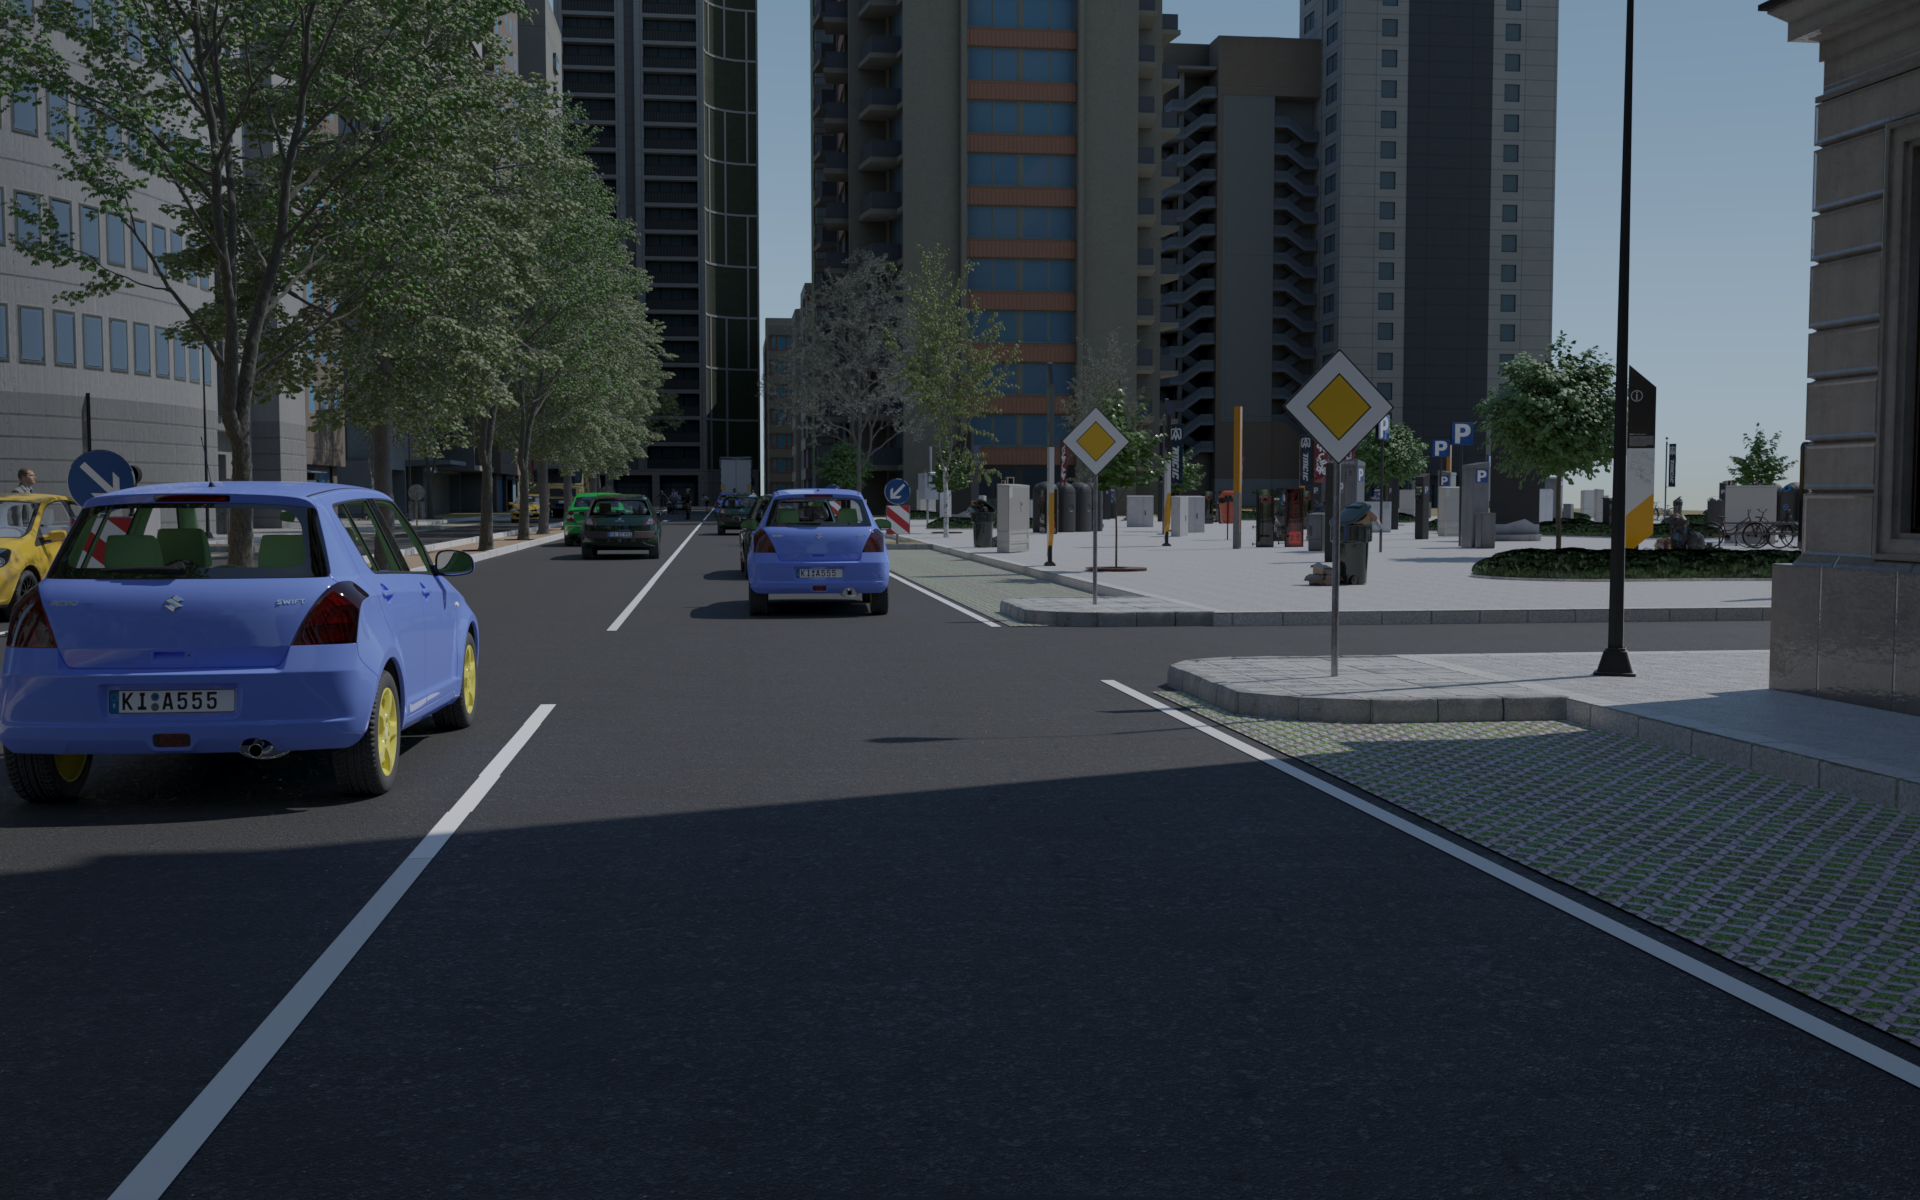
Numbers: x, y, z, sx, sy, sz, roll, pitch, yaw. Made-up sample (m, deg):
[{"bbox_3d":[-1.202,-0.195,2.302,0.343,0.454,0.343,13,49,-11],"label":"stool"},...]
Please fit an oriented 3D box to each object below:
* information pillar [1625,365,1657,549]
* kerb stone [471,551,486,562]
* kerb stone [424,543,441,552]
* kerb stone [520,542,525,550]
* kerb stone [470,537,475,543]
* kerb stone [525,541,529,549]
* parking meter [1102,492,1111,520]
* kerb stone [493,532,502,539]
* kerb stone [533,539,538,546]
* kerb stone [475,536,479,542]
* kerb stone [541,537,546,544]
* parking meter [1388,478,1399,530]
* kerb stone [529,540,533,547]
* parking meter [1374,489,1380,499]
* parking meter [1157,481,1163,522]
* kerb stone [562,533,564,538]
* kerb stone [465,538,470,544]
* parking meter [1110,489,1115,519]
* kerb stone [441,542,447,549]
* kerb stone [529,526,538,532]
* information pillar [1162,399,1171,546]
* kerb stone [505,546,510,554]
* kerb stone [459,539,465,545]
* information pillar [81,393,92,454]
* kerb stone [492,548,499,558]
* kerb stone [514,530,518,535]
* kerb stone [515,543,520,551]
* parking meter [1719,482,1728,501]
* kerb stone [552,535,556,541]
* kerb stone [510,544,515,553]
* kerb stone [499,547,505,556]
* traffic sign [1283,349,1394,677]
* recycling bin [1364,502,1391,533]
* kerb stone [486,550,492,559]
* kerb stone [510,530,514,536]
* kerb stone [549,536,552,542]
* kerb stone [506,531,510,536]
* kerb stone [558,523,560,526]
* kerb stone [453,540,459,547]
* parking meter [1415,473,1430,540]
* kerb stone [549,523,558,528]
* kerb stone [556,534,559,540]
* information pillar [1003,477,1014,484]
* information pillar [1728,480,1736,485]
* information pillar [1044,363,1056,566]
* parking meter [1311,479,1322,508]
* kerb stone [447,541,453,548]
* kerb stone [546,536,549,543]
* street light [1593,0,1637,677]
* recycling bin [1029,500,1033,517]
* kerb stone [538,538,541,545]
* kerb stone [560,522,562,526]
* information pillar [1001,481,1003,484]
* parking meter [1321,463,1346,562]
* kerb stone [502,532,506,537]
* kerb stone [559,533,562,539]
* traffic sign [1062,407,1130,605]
[{"bbox_3d":[12.342,-2.452,31.446,0.504,3.616,0.183,1,4,12],"label":"information pillar"},{"bbox_3d":[-10.359,-0.911,37.174,0.120,0.150,1.000,0,4,-8],"label":"kerb stone"},{"bbox_3d":[-13.394,-1.332,43.970,0.120,0.150,1.000,0,4,-8],"label":"kerb stone"},{"bbox_3d":[-11.311,-1.351,44.284,0.120,0.150,1.000,0,4,-8],"label":"kerb stone"},{"bbox_3d":[-14.212,-1.701,50.059,0.120,0.150,1.000,0,4,-8],"label":"kerb stone"},{"bbox_3d":[-11.455,-1.413,45.296,0.120,0.150,1.000,0,4,-8],"label":"kerb stone"},{"bbox_3d":[7.347,-4.961,86.817,0.399,1.863,0.255,-2,4,-27],"label":"parking meter"},{"bbox_3d":[-15.040,-2.076,56.141,0.120,0.150,1.000,0,4,-8],"label":"kerb stone"},{"bbox_3d":[-11.726,-1.533,47.323,0.120,0.150,1.000,0,4,-8],"label":"kerb stone"},{"bbox_3d":[-14.351,-1.766,51.071,0.120,0.150,1.000,0,4,-8],"label":"kerb stone"},{"bbox_3d":[-11.997,-1.661,49.350,0.120,0.150,1.000,0,4,-8],"label":"kerb stone"},{"bbox_3d":[15.601,-3.464,62.350,0.255,1.863,0.399,-1,4,-11],"label":"parking meter"},{"bbox_3d":[-11.598,-1.475,46.309,0.120,0.150,1.000,0,4,-8],"label":"kerb stone"},{"bbox_3d":[21.000,-4.813,87.101,0.372,1.533,0.369,0,3,0],"label":"parking meter"},{"bbox_3d":[9.344,-4.563,80.315,0.255,1.863,0.399,2,4,29],"label":"parking meter"},{"bbox_3d":[-12.828,-2.034,55.445,0.120,0.150,1.000,0,4,-8],"label":"kerb stone"},{"bbox_3d":[-14.081,-1.642,49.040,0.120,0.150,1.000,0,4,-8],"label":"kerb stone"},{"bbox_3d":[7.908,-4.971,89.693,0.372,1.533,0.369,0,3,0],"label":"parking meter"},{"bbox_3d":[-13.533,-1.392,44.984,0.120,0.150,1.000,0,4,-8],"label":"kerb stone"},{"bbox_3d":[-16.552,-2.760,67.325,0.120,0.150,1.000,0,4,-8],"label":"kerb stone"},{"bbox_3d":[5.093,-3.128,42.492,0.183,3.616,0.504,0,4,-2],"label":"information pillar"},{"bbox_3d":[-10.909,-1.165,41.242,0.120,0.150,1.000,0,4,-8],"label":"kerb stone"},{"bbox_3d":[-13.945,-1.580,48.027,0.120,0.150,1.000,0,4,-8],"label":"kerb stone"},{"bbox_3d":[-20.242,-2.987,40.198,0.183,3.616,0.504,-3,5,-40],"label":"information pillar"},{"bbox_3d":[-10.631,-1.041,39.210,0.120,0.150,1.000,0,4,-8],"label":"kerb stone"},{"bbox_3d":[-15.585,-2.322,60.212,0.120,0.150,1.000,0,4,-8],"label":"kerb stone"},{"bbox_3d":[-11.185,-1.286,43.270,0.120,0.150,1.000,0,4,-8],"label":"kerb stone"},{"bbox_3d":[38.062,-4.932,86.351,0.399,1.863,0.255,2,4,33],"label":"parking meter"},{"bbox_3d":[-12.411,-1.848,52.406,0.120,0.150,1.000,0,4,-8],"label":"kerb stone"},{"bbox_3d":[-11.046,-1.227,42.255,0.120,0.150,1.000,0,4,-8],"label":"kerb stone"},{"bbox_3d":[-10.763,-1.103,40.223,0.120,0.150,1.000,0,4,-8],"label":"kerb stone"},{"bbox_3d":[2.632,-0.519,12.124,0.795,2.450,0.064,0,4,-8],"label":"traffic sign"},{"bbox_3d":[13.991,-2.783,58.053,0.722,1.027,0.722,0,4,-5],"label":"recycling bin"},{"bbox_3d":[-10.497,-0.964,38.194,0.120,0.150,1.000,0,4,-8],"label":"kerb stone"},{"bbox_3d":[-15.454,-2.263,59.198,0.120,0.150,1.000,0,4,-8],"label":"kerb stone"},{"bbox_3d":[-12.282,-1.786,51.392,0.120,0.150,1.000,0,4,-8],"label":"kerb stone"},{"bbox_3d":[-15.314,-2.201,58.174,0.120,0.150,1.000,0,4,-8],"label":"kerb stone"},{"bbox_3d":[-17.653,-3.250,75.468,0.120,0.150,1.000,0,4,-8],"label":"kerb stone"},{"bbox_3d":[-13.801,-1.518,47.010,0.120,0.150,1.000,0,4,-8],"label":"kerb stone"},{"bbox_3d":[13.063,-2.646,48.968,0.399,1.863,0.255,-3,5,-43],"label":"parking meter"},{"bbox_3d":[-17.513,-3.196,74.451,0.120,0.150,1.000,0,4,-8],"label":"kerb stone"},{"bbox_3d":[-12.547,-1.910,53.419,0.120,0.150,1.000,0,4,-8],"label":"kerb stone"},{"bbox_3d":[2.162,-4.317,75.078,0.304,2.012,0.304,-1,4,-12],"label":"information pillar"},{"bbox_3d":[40.505,-5.287,90.937,0.304,2.012,0.304,0,4,-8],"label":"information pillar"},{"bbox_3d":[1.609,-2.411,30.778,0.183,3.616,0.504,0,4,-2],"label":"information pillar"},{"bbox_3d":[11.530,-3.066,55.834,0.255,1.863,0.399,-3,5,-44],"label":"parking meter"},{"bbox_3d":[-13.673,-1.452,45.996,0.120,0.150,1.000,0,4,-8],"label":"kerb stone"},{"bbox_3d":[-12.140,-1.723,50.374,0.120,0.150,1.000,0,4,-8],"label":"kerb stone"},{"bbox_3d":[4.115,-2.417,12.058,1.470,5.913,1.316,0,4,-8],"label":"street light"},{"bbox_3d":[2.986,-3.867,75.784,0.722,1.027,0.722,2,4,35],"label":"recycling bin"},{"bbox_3d":[-11.866,-1.597,48.336,0.120,0.150,1.000,0,4,-8],"label":"kerb stone"},{"bbox_3d":[-17.784,-3.321,76.490,0.120,0.150,1.000,0,4,-8],"label":"kerb stone"},{"bbox_3d":[2.467,-5.512,94.619,0.304,2.012,0.304,-3,5,-42],"label":"information pillar"},{"bbox_3d":[7.073,-1.648,32.660,0.255,1.863,0.399,3,4,38],"label":"parking meter"},{"bbox_3d":[-15.181,-2.138,57.153,0.120,0.150,1.000,0,4,-8],"label":"kerb stone"},{"bbox_3d":[-12.691,-1.972,54.431,0.120,0.150,1.000,0,4,-8],"label":"kerb stone"},{"bbox_3d":[1.562,-1.003,20.037,0.795,2.450,0.064,0,4,-8],"label":"traffic sign"}]
